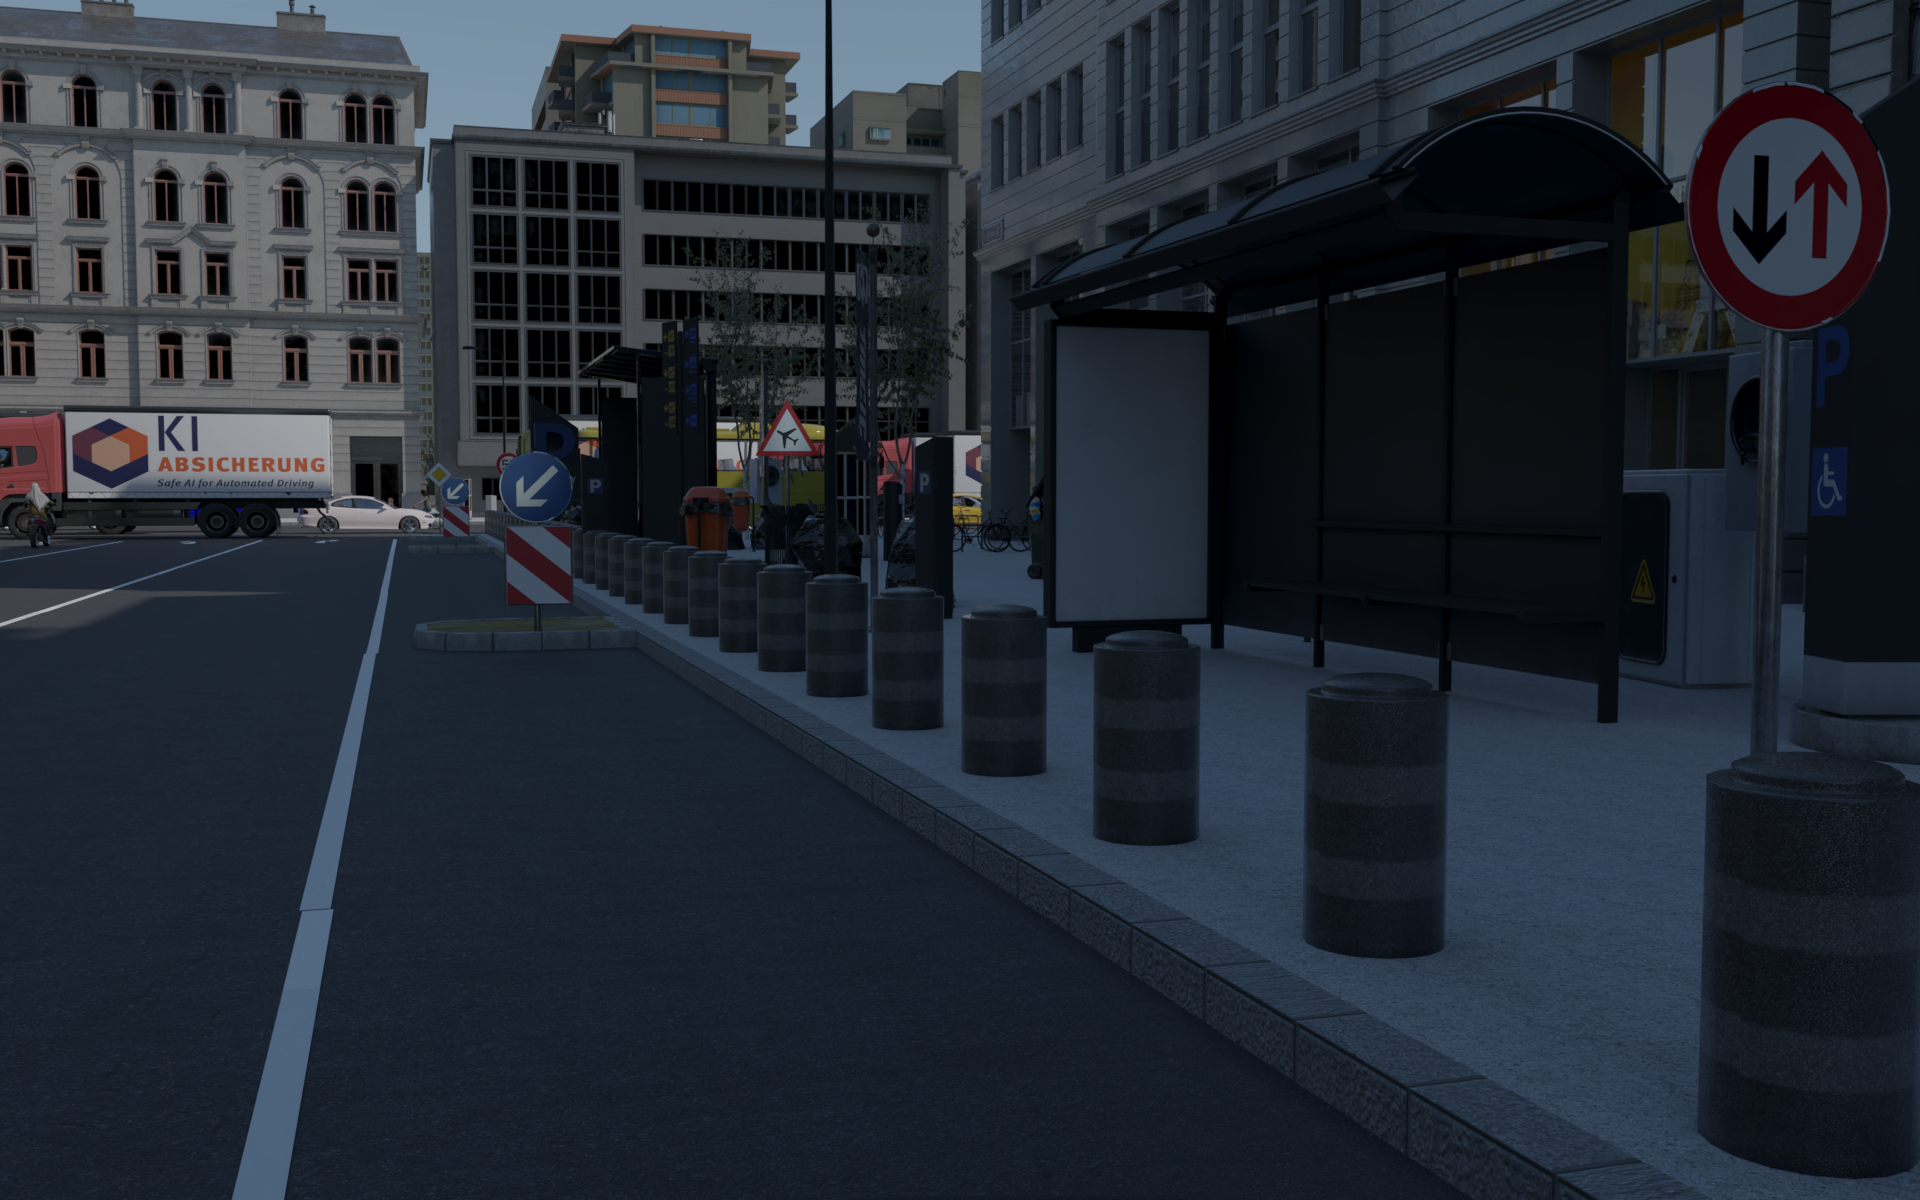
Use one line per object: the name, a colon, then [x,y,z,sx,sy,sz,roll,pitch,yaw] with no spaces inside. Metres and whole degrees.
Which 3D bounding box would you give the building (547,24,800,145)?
building: [-28.001,-31.385,167.775,22.147,44.769,28.867,-1,4,-18]

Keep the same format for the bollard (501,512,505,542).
bollard: [-11.588,-1.839,44.783,0.404,0.777,0.398,0,3,0]

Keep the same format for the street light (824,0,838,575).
street light: [-1.492,-2.462,12.803,1.470,5.913,1.316,-1,4,-18]

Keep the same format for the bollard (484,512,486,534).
bollard: [-14.539,-2.401,53.980,0.404,0.777,0.398,0,3,0]

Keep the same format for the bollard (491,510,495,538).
bollard: [-13.071,-2.121,49.398,0.404,0.777,0.398,0,3,0]

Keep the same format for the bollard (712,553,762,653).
bollard: [-1.771,0.034,14.160,0.404,0.777,0.398,0,3,0]

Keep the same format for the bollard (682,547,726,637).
bollard: [-2.258,-0.060,15.694,0.404,0.777,0.398,0,3,0]

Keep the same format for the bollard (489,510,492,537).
bollard: [-13.559,-2.215,50.928,0.404,0.777,0.398,0,3,0]

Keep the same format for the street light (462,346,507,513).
street light: [-14.899,-5.013,54.497,1.470,5.913,1.316,-1,4,-18]

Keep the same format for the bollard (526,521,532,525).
bollard: [-8.640,-1.276,35.583,0.404,0.777,0.398,0,3,0]

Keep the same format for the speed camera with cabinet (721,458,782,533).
speed camera with cabinet: [-5.525,-3.008,43.524,2.038,3.252,0.660,-2,4,-28]

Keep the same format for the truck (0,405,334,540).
truck: [-26.353,-4.121,56.287,11.283,4.237,2.839,-1,4,-18]

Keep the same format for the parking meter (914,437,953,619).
parking meter: [-0.271,-0.743,17.865,0.255,1.863,0.399,-3,4,-36]

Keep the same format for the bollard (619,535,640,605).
bollard: [-3.726,-0.340,20.272,0.404,0.777,0.398,0,3,0]

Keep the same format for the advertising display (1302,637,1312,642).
advertising display: [3.377,-0.609,15.174,0.974,1.923,0.123,-2,4,-30]

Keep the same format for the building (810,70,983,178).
building: [-4.759,-35.374,202.059,21.600,48.544,21.300,-1,4,-18]

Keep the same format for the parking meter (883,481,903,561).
parking meter: [-1.289,-1.518,33.237,0.372,1.533,0.369,0,3,0]

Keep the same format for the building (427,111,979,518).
building: [-15.564,-17.328,102.386,30.058,24.678,14.314,-1,4,-18]

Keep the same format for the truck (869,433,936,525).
truck: [-0.281,-5.627,80.909,11.283,4.237,2.839,-1,4,-18]

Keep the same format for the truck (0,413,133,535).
truck: [-33.482,-4.395,60.776,11.283,4.237,2.839,-1,4,-19]

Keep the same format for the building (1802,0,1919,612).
building: [16.334,-9.906,11.122,9.793,20.994,18.267,-1,4,-18]

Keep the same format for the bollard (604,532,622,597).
bollard: [-4.220,-0.433,21.799,0.404,0.777,0.398,0,3,0]

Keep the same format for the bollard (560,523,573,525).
bollard: [-6.185,-0.808,27.930,0.404,0.777,0.398,0,3,0]

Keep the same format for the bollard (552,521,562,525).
bollard: [-6.671,-0.902,29.457,0.404,0.777,0.398,0,3,0]

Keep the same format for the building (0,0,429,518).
building: [-41.365,-18.811,94.957,23.554,28.519,14.401,-1,4,-18]

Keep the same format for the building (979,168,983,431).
building: [13.560,-17.950,112.543,30.058,24.678,14.314,-1,4,-18]

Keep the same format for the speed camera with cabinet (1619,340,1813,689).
speed camera with cabinet: [5.015,-1.035,11.254,0.660,3.252,2.038,0,4,-8]

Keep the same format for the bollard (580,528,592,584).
bollard: [-5.199,-0.621,24.865,0.404,0.777,0.398,0,3,0]

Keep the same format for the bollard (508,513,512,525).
bollard: [-10.614,-1.652,41.729,0.404,0.777,0.398,0,3,0]

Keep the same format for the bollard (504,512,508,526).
bollard: [-11.098,-1.746,43.257,0.404,0.777,0.398,0,3,0]

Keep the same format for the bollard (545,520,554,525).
bollard: [-7.162,-0.995,30.982,0.404,0.777,0.398,0,3,0]

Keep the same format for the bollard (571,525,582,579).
bollard: [-5.692,-0.714,26.391,0.404,0.777,0.398,0,3,0]

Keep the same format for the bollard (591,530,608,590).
bollard: [-4.707,-0.527,23.326,0.404,0.777,0.398,0,3,0]

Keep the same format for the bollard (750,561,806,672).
bollard: [-1.277,0.127,12.633,0.404,0.777,0.398,0,3,0]

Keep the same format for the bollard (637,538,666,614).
bollard: [-3.233,-0.246,18.747,0.404,0.777,0.398,0,3,0]

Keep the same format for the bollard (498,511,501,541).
bollard: [-12.081,-1.933,46.322,0.404,0.777,0.398,0,3,0]

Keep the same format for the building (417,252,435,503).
building: [-76.233,-34.768,260.333,23.993,40.220,32.217,-1,4,-18]

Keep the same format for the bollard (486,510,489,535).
bollard: [-14.048,-2.308,52.454,0.404,0.777,0.398,0,3,0]

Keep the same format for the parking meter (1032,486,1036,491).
parking meter: [1.930,-2.042,41.797,0.372,1.533,0.369,0,3,0]

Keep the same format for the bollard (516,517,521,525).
bollard: [-9.625,-1.464,38.658,0.404,0.777,0.398,0,3,0]

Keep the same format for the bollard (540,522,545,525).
bollard: [-7.652,-1.089,32.521,0.404,0.777,0.398,0,3,0]

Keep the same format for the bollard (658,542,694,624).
bollard: [-2.746,-0.153,17.220,0.404,0.777,0.398,0,3,0]

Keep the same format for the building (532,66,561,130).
building: [-35.441,-34.742,191.728,21.300,48.544,21.600,-1,4,-18]

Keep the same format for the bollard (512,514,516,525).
bollard: [-10.121,-1.559,40.203,0.404,0.777,0.398,0,3,0]

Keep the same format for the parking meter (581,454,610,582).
parking meter: [-5.311,-1.196,25.258,0.399,1.863,0.255,-1,4,-18]

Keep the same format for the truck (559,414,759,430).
truck: [-9.726,-4.563,63.520,11.283,4.237,2.839,-1,4,-17]

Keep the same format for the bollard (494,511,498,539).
bollard: [-12.576,-2.027,47.862,0.404,0.777,0.398,0,3,0]

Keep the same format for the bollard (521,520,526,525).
bollard: [-9.127,-1.370,37.109,0.404,0.777,0.398,0,3,0]

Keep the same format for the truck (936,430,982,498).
truck: [4.610,-5.514,79.072,11.283,4.237,2.839,-1,4,-19]

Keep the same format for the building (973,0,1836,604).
building: [10.190,-15.743,34.897,11.434,29.767,29.804,-1,4,-18]
